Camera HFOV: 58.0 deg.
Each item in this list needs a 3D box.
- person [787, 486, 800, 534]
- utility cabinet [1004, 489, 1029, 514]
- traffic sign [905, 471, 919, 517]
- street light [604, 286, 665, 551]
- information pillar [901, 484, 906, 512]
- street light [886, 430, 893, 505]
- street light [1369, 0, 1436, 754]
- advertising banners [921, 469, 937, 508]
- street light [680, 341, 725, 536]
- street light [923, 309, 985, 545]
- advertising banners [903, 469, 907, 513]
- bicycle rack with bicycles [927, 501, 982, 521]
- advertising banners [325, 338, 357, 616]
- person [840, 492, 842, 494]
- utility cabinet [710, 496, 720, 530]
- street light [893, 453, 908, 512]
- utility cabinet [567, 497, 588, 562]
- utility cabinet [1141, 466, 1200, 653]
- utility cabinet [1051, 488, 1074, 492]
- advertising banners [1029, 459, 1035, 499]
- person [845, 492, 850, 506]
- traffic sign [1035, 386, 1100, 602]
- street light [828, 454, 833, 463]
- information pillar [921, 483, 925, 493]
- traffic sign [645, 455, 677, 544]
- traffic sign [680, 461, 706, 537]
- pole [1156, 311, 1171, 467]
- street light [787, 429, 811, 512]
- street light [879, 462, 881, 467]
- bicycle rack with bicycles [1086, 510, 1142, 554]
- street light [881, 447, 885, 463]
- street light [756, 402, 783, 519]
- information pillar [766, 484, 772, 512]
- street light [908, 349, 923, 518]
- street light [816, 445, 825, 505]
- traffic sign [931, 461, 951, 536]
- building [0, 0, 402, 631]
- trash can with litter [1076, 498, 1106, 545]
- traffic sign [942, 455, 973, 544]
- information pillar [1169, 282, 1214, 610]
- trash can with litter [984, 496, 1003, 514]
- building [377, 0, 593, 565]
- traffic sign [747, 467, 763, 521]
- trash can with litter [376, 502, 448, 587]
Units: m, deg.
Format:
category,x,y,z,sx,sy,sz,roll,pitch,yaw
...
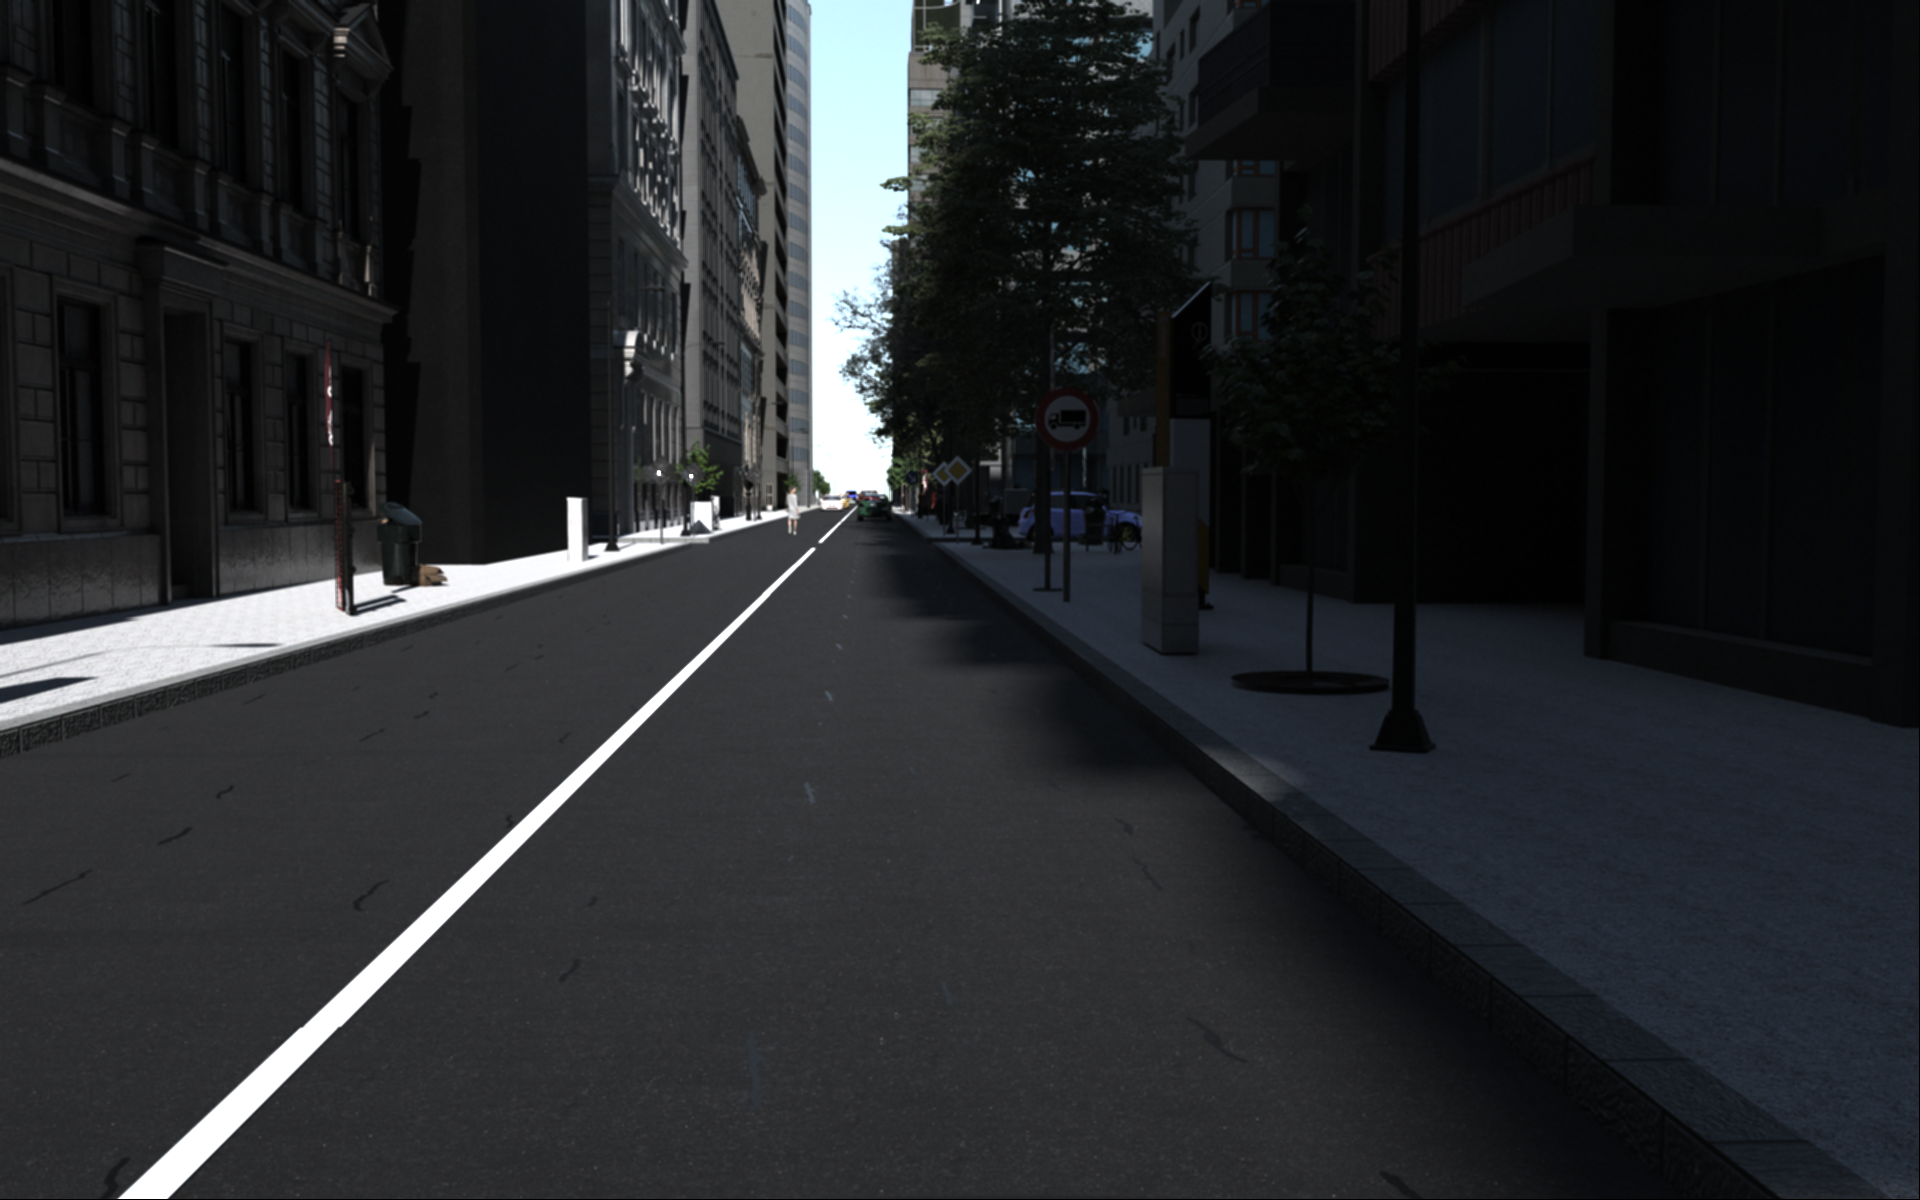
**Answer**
category,x,y,z,sx,sy,sz,roll,pitch,yaw
person,-5.927,-3.194,61.480,0.466,1.731,0.760,0,4,0
utility cabinet,2.577,-4.302,79.014,1.173,1.500,0.318,-2,4,-29
traffic sign,-2.651,-5.869,96.062,0.768,2.556,0.104,0,4,7
street light,-7.271,-4.048,38.734,1.470,5.913,1.316,0,4,-3
information pillar,-4.059,-7.387,125.271,0.304,2.012,0.304,-1,4,-12
street light,-4.442,-9.416,126.493,1.470,5.913,1.316,0,4,-3
street light,1.693,-2.201,8.535,1.470,5.913,1.316,0,4,-3
advertising banners,-1.805,-7.647,121.209,2.074,3.025,0.090,-2,4,-25
street light,-7.800,-4.890,52.493,1.470,5.913,1.316,0,4,-3
street light,-0.097,-4.338,43.473,1.470,5.913,1.316,0,4,-3
advertising banners,-3.801,-7.598,120.414,0.090,3.025,2.074,0,4,4
bicycle rack with bicycles,-0.387,-4.224,82.439,2.852,0.926,2.925,-1,4,-13
advertising banners,-6.806,-1.395,18.991,0.090,3.025,2.074,-2,4,-25
person,-16.047,-13.749,234.230,0.436,1.711,0.756,2,4,23
utility cabinet,-8.730,-3.092,61.716,0.306,1.237,1.020,-1,4,-11
street light,-2.628,-7.248,91.047,1.470,5.913,1.316,0,4,-3
utility cabinet,-7.332,-1.352,33.275,0.306,1.237,1.020,0,4,-6
utility cabinet,1.737,-0.343,14.287,0.318,1.500,1.173,0,4,-2
utility cabinet,3.786,-3.535,66.482,1.173,1.500,0.318,0,4,4
advertising banners,3.597,-5.477,85.732,0.090,3.025,2.074,0,4,-7
person,-13.858,-12.468,213.148,0.445,1.727,0.742,1,4,18
traffic sign,1.274,-1.253,20.591,0.768,2.556,0.104,0,4,5
street light,-15.622,-13.811,198.342,1.470,5.913,1.316,0,4,-3
information pillar,-2.582,-6.892,117.172,0.304,2.012,0.304,-1,4,-15
traffic sign,-7.598,-2.473,44.068,0.795,2.450,0.064,0,4,-3
traffic sign,-8.013,-2.960,52.042,0.795,2.450,0.064,0,4,-3
pole,2.279,-1.565,19.428,0.158,3.312,0.155,0,3,0
street light,-11.890,-9.544,128.587,1.470,5.913,1.316,0,4,-3
street light,-8.508,-14.149,203.868,1.470,5.913,1.316,0,4,-3
bicycle rack with bicycles,4.025,-1.528,38.370,2.852,0.926,2.925,-1,4,-15
street light,-6.703,-12.015,168.991,1.470,5.913,1.316,0,4,-3
street light,-9.643,-7.036,87.574,1.470,5.913,1.316,0,4,-3
information pillar,-13.866,-7.431,125.989,0.304,2.012,0.304,-3,5,-42
street light,-0.840,-5.086,55.699,1.470,5.913,1.316,0,4,-3
street light,-13.750,-11.675,163.433,1.470,5.913,1.316,0,4,-3
traffic sign,-0.478,-2.983,52.413,0.795,2.450,0.064,0,4,-3
building,-13.899,-9.496,19.885,10.561,19.102,19.286,0,4,-3
trash can with litter,3.242,-1.979,43.751,0.624,1.170,1.055,-2,4,-23
traffic sign,-0.063,-2.495,44.439,0.795,2.450,0.064,0,4,-3
information pillar,2.552,-1.699,19.127,0.504,3.616,0.183,-2,4,-24
trash can with litter,1.671,-4.791,89.719,0.624,1.170,1.055,3,5,44
building,-16.835,-12.643,36.388,15.834,23.373,12.332,0,4,-3
traffic sign,-9.646,-4.968,81.330,0.768,2.556,0.104,0,4,4
trash can with litter,-7.673,-0.793,24.358,1.055,1.170,0.624,2,4,26
